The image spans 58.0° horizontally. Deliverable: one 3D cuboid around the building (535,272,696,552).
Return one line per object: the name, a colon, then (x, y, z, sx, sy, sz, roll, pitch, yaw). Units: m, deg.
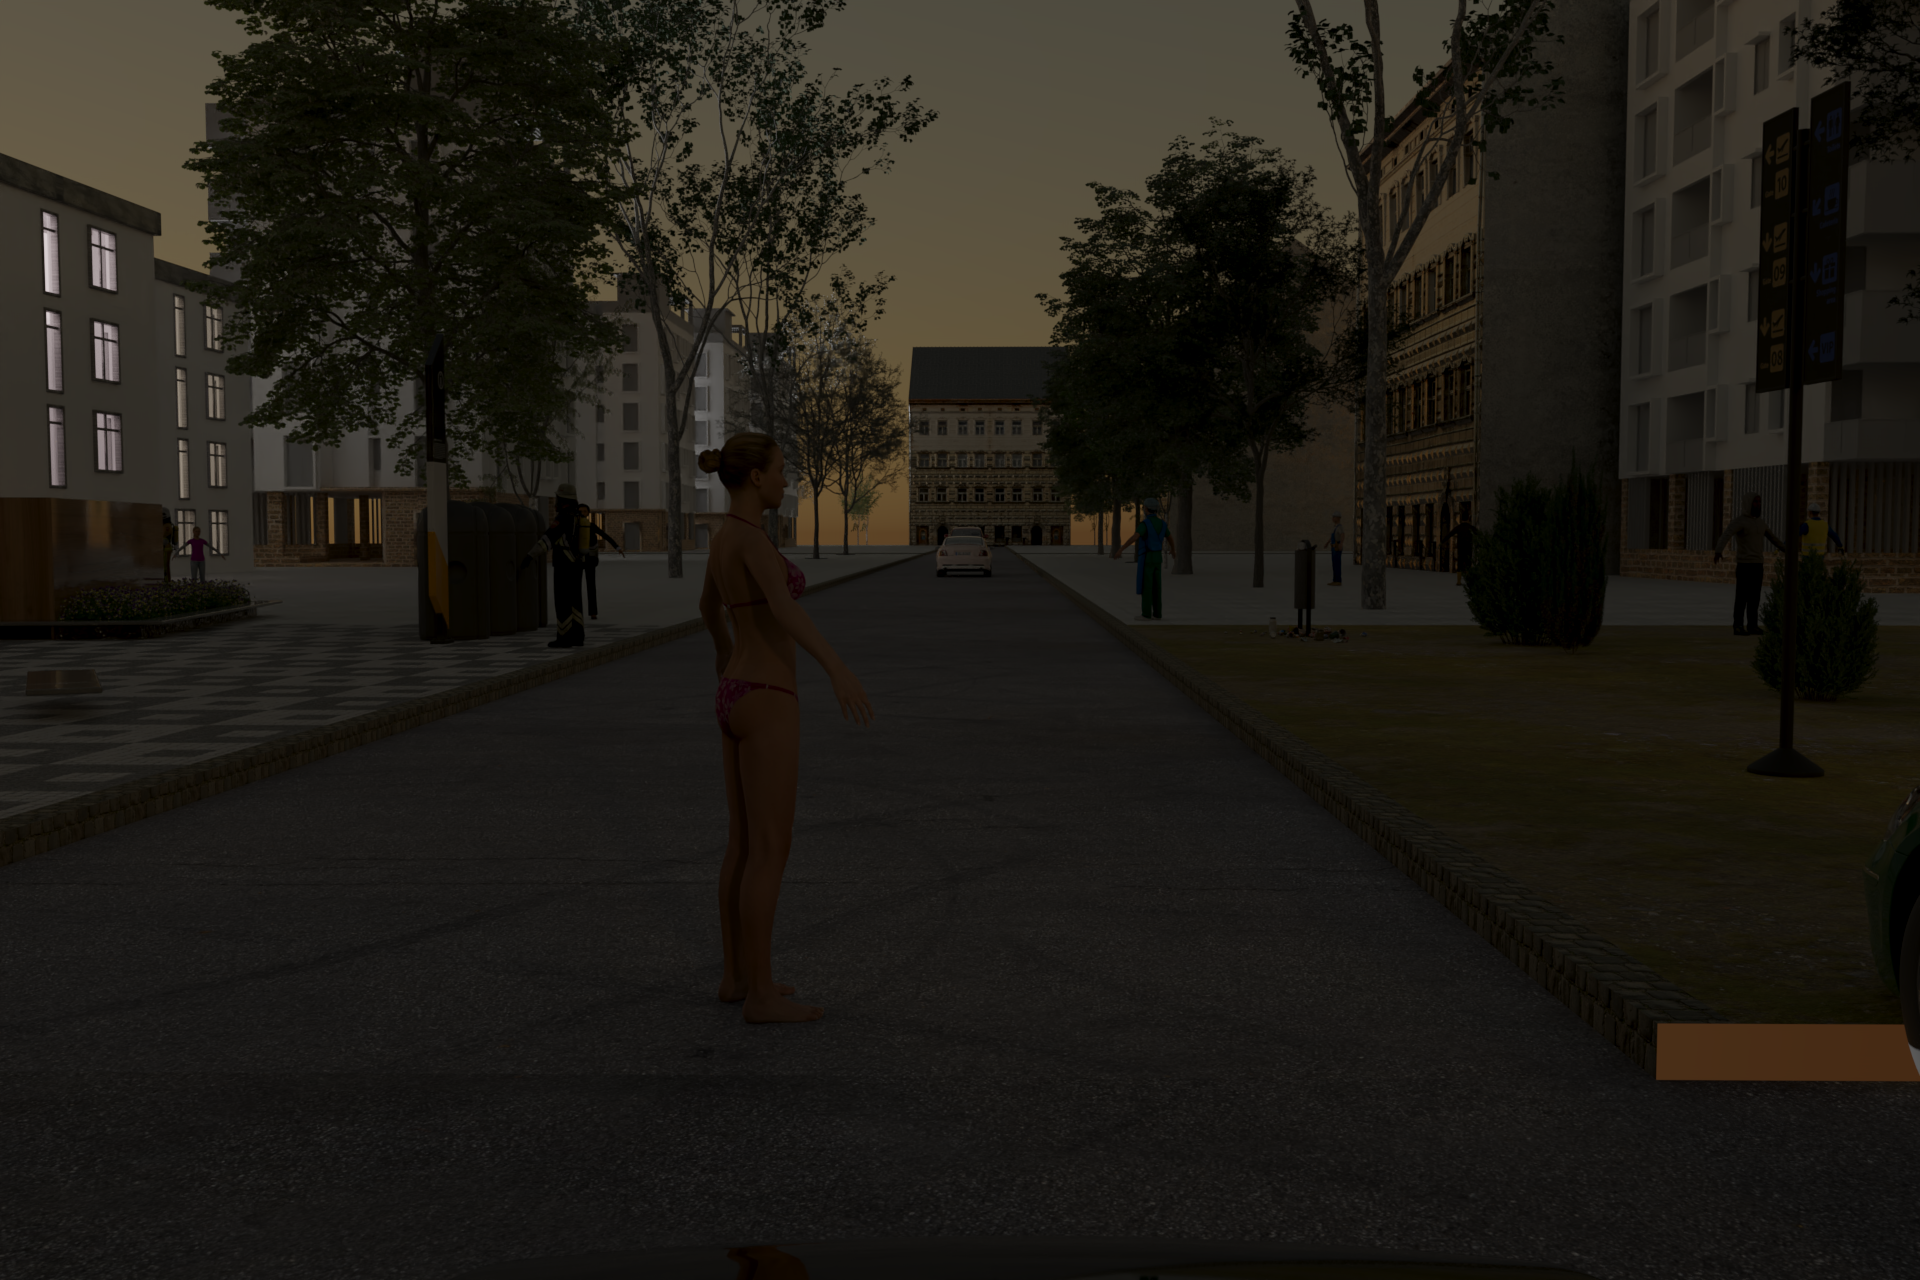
building: (-26.543, -16.527, 126.631, 16.016, 20.090, 11.380, 0, 4, 2)

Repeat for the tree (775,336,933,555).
tree: (-6.869, -11.943, 105.642, 12.009, 13.543, 11.850, 0, 3, 0)

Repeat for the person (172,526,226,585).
person: (-14.898, -1.506, 33.889, 0.991, 1.433, 0.599, -3, 4, -37)

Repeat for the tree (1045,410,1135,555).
tree: (9.010, -11.544, 106.878, 7.486, 12.596, 7.792, 0, 3, 0)

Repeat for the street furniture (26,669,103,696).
street furniture: (-12.494, -0.348, 12.536, 11.010, 1.723, 9.812, -2, 4, -28)

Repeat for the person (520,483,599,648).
person: (-4.472, -0.849, 19.659, 0.705, 1.856, 1.354, 2, 4, 24)

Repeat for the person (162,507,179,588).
person: (-17.070, -1.916, 37.092, 0.705, 1.858, 1.354, -2, 4, -28)

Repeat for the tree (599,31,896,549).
tree: (-8.516, -12.993, 68.323, 12.611, 20.169, 13.585, 0, 3, 0)

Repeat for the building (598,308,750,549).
building: (-24.362, -17.731, 146.316, 16.016, 20.090, 11.380, 0, 3, 0)

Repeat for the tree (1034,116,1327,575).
tree: (7.097, -9.063, 54.837, 9.857, 13.997, 8.962, 0, 3, 0)

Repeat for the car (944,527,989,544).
car: (0.347, -4.929, 89.260, 2.281, 1.827, 5.304, 0, 4, 1)

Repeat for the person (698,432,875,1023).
person: (-0.538, 0.248, 5.206, 0.721, 1.733, 1.217, -2, 4, -25)

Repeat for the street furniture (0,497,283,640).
street furniture: (-12.606, -1.060, 24.181, 9.812, 1.723, 11.010, -1, 4, -10)

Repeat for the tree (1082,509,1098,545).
tree: (15.833, -15.284, 200.252, 4.360, 8.622, 3.978, 0, 3, 0)

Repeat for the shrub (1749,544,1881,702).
shrub: (6.620, -0.140, 13.403, 1.383, 1.207, 1.383, 0, 3, 0)

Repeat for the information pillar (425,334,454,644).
information pillar: (-6.072, -1.759, 20.117, 0.183, 3.616, 0.504, 0, 4, 0)

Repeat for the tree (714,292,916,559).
tree: (-7.304, -10.879, 88.242, 12.009, 13.543, 11.850, 0, 3, 0)

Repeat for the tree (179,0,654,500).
tree: (-8.523, -6.676, 27.276, 7.486, 12.596, 7.792, 0, 3, 0)

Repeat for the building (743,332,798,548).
building: (-21.719, -18.795, 163.718, 16.016, 20.090, 11.380, 0, 4, 1)

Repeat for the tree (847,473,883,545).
tree: (-11.161, -15.452, 202.998, 4.737, 8.622, 4.395, 0, 3, 0)

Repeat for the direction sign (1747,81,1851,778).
direction sign: (4.430, -1.051, 9.188, 0.379, 3.537, 0.876, 0, 4, 0)

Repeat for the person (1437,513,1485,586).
person: (12.548, -2.257, 43.040, 1.346, 1.812, 0.704, 1, 4, 23)

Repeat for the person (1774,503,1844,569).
person: (15.327, -1.541, 31.161, 1.349, 1.833, 0.705, 0, 4, -7)

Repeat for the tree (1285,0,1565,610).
tree: (8.204, -10.528, 28.024, 12.611, 20.169, 13.585, 0, 3, 0)

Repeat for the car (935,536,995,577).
car: (0.162, -2.861, 59.135, 2.083, 1.381, 4.827, 0, 4, 1)

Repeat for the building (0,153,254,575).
building: (-25.397, -6.323, 45.521, 9.099, 9.664, 28.070, 0, 4, 2)

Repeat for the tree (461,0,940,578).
tree: (-7.422, -11.817, 49.103, 12.611, 20.169, 13.585, 0, 3, 0)

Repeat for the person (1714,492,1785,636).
person: (10.034, -0.968, 21.958, 1.348, 1.813, 0.705, -1, 4, -22)

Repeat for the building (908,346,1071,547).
building: (3.543, -22.532, 201.775, 18.063, 23.208, 19.493, 0, 4, 1)

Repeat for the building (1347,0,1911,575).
building: (25.457, -14.141, 62.128, 19.493, 23.208, 18.063, 0, 4, 1)

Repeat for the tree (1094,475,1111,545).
tree: (16.803, -14.974, 195.185, 4.360, 8.622, 3.978, 0, 3, 0)

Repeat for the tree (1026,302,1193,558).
tree: (8.376, -11.377, 92.664, 9.857, 13.997, 8.962, 0, 3, 0)

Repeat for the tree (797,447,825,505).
tree: (-20.542, -17.431, 195.359, 12.009, 13.543, 11.850, 0, 3, 0)

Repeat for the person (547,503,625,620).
person: (-5.632, -1.174, 25.913, 1.216, 1.740, 0.721, -1, 4, -10)

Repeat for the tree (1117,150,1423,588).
tree: (7.445, -6.547, 41.463, 7.601, 10.594, 8.767, -3, 5, -39)

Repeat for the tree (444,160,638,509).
tree: (-8.667, -5.142, 34.442, 4.360, 8.622, 3.978, 0, 3, 0)

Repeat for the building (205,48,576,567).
building: (-23.245, -12.981, 68.656, 16.016, 20.090, 11.380, 0, 4, 1)

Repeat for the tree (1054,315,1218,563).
tree: (7.804, -9.254, 77.054, 9.928, 11.665, 9.643, 0, 3, 0)

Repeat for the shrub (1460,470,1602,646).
shrub: (6.625, -0.959, 20.101, 1.690, 2.028, 1.600, 0, 3, 0)

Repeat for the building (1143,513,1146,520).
building: (28.019, -18.646, 171.319, 16.747, 18.905, 31.486, 0, 4, 1)

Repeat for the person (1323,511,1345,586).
person: (9.332, -2.273, 43.027, 0.705, 1.847, 1.347, 0, 4, -4)

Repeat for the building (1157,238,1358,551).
building: (25.137, -18.804, 138.378, 19.493, 23.208, 18.063, 0, 4, 1)

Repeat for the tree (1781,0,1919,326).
tree: (13.156, -5.069, 17.290, 8.767, 10.594, 7.601, 0, 4, 5)

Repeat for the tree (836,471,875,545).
tree: (-11.881, -15.122, 197.605, 4.737, 8.622, 4.395, 0, 3, 0)

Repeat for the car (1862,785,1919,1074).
car: (3.276, 0.559, 2.651, 2.131, 1.459, 4.920, 0, 4, 1)

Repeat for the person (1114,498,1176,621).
person: (2.813, -1.201, 25.760, 1.347, 1.817, 0.704, -3, 5, -43)

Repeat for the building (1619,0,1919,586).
building: (24.814, -11.812, 49.549, 16.016, 20.090, 11.380, 0, 4, 1)

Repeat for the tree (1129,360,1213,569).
tree: (7.457, -6.915, 63.427, 4.360, 8.622, 3.978, 0, 3, 0)

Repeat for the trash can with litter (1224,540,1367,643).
trash can with litter: (4.247, -0.636, 21.457, 1.678, 1.210, 2.233, 0, 4, -1)

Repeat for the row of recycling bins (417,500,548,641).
row of recycling bins: (-6.112, -0.941, 22.505, 1.069, 1.692, 3.534, 0, 4, 1)
